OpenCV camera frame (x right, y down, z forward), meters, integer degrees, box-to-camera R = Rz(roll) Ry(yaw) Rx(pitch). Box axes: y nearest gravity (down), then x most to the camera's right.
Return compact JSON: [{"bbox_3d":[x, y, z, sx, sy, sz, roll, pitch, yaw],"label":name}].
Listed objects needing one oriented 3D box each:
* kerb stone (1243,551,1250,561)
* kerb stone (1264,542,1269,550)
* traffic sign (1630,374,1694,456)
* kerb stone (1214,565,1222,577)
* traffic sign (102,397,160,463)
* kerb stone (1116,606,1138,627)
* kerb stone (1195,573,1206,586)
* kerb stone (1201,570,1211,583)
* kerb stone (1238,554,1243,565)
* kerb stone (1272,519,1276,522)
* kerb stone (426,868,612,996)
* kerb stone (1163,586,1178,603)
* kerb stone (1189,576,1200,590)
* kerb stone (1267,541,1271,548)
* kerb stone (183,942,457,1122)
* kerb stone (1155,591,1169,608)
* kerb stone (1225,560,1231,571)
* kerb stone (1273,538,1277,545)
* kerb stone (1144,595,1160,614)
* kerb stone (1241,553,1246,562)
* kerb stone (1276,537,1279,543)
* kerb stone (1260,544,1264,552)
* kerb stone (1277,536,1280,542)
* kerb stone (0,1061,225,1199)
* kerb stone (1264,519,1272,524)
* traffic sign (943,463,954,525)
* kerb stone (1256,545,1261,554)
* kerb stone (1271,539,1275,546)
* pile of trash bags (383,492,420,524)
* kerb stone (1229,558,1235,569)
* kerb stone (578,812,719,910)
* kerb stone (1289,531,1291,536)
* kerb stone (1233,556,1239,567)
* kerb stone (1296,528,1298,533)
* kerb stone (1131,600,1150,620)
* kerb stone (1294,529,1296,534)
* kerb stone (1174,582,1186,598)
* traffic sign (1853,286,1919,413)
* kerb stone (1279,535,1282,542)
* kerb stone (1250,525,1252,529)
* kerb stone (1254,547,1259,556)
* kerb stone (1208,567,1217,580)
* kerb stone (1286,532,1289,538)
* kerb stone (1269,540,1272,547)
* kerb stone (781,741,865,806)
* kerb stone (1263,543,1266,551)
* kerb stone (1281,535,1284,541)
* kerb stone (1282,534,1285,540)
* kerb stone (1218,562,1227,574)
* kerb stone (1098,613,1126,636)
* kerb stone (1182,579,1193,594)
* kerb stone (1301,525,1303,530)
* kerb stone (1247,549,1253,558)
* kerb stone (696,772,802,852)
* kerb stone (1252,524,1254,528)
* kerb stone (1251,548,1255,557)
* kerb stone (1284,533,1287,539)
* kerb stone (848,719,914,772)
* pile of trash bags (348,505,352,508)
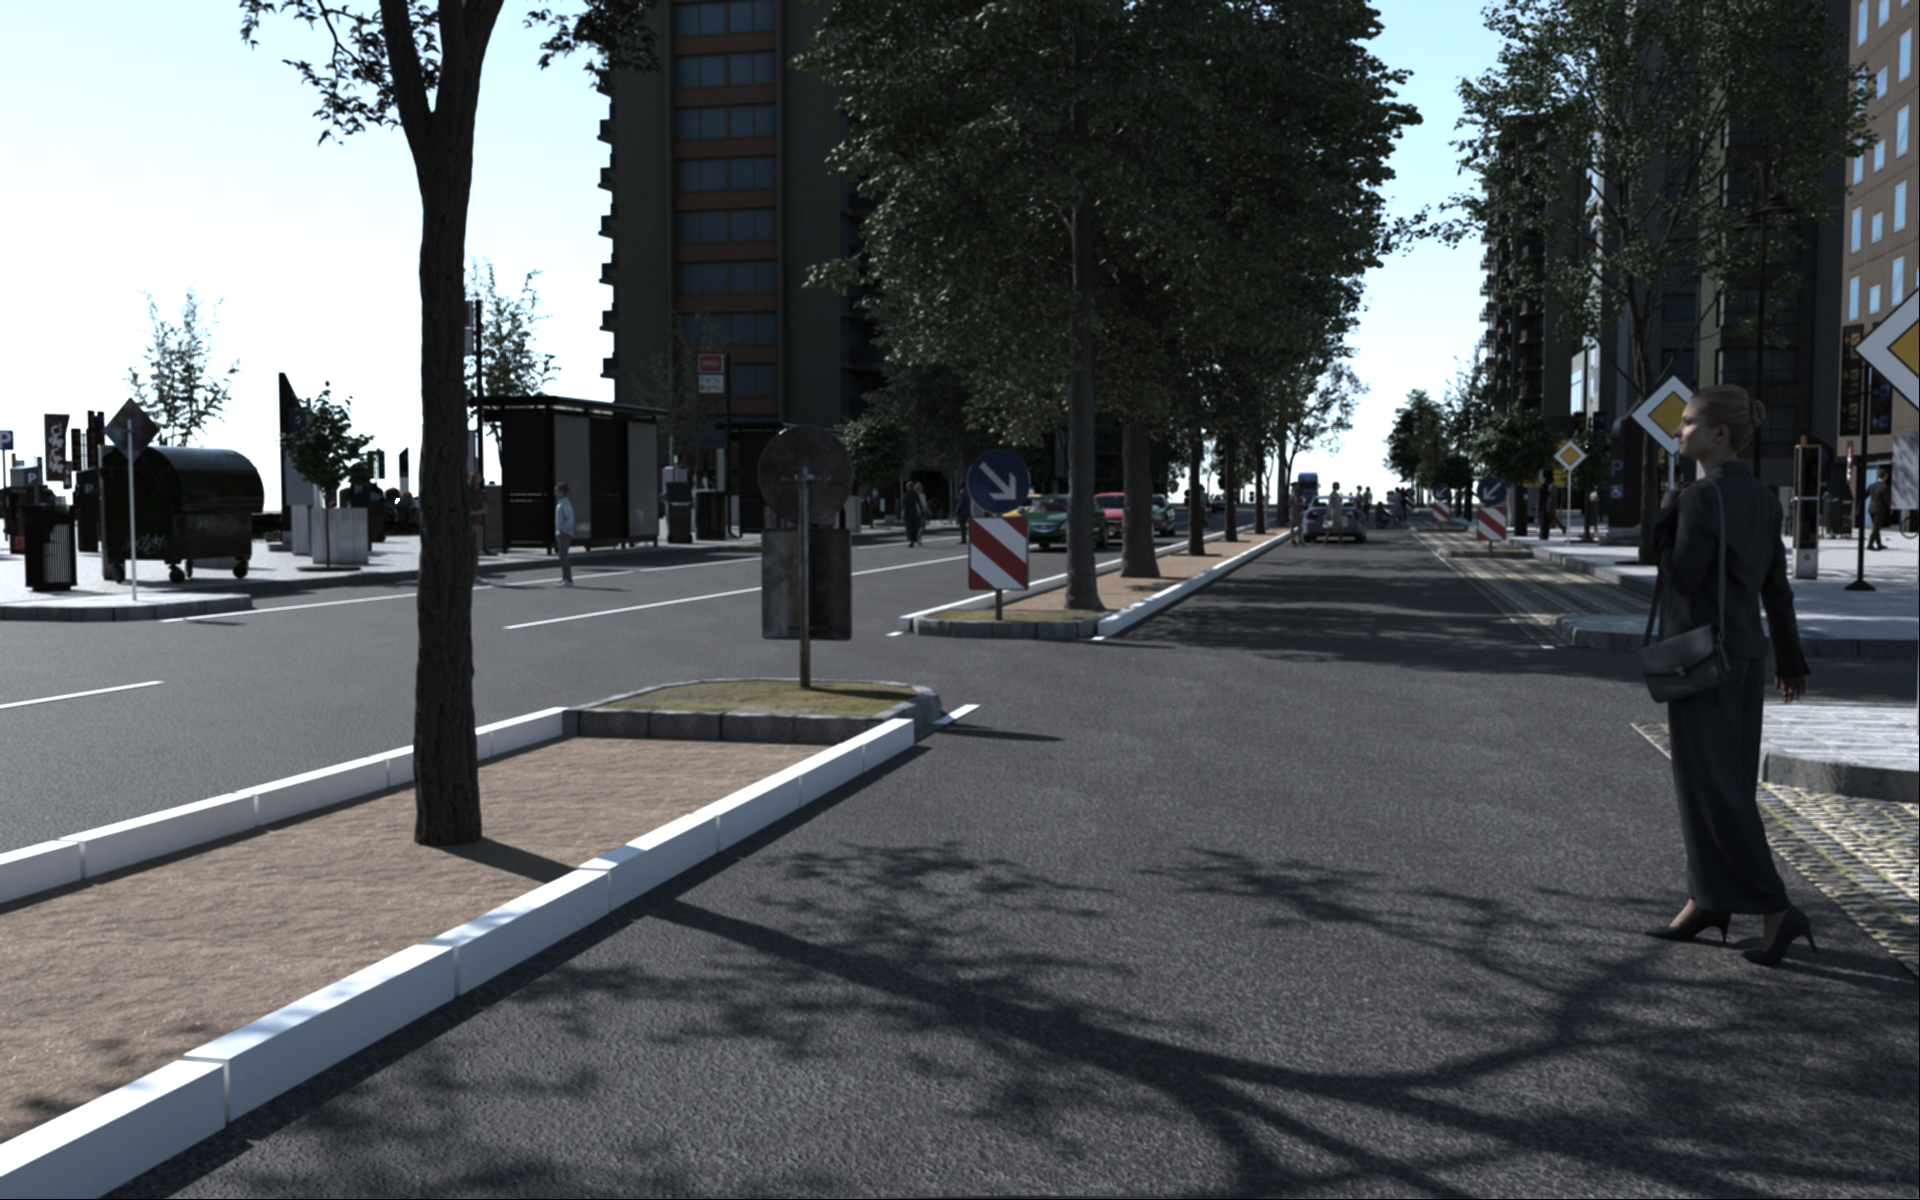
[{"bbox_3d":[6.029,-0.901,36.927,0.120,0.150,1.000,1,4,13],"label":"kerb stone"},{"bbox_3d":[7.672,-1.328,43.906,0.120,0.150,1.000,1,4,13],"label":"kerb stone"},{"bbox_3d":[6.952,-0.899,16.889,0.795,2.593,0.064,1,4,13],"label":"traffic sign"},{"bbox_3d":[4.383,-0.469,29.911,0.120,0.150,1.000,1,4,13],"label":"kerb stone"},{"bbox_3d":[-9.977,-1.143,20.874,0.795,2.593,0.064,1,4,13],"label":"traffic sign"},{"bbox_3d":[1.797,0.199,18.949,0.120,0.150,1.000,1,4,13],"label":"kerb stone"},{"bbox_3d":[3.678,-0.289,26.927,0.120,0.150,1.000,1,4,13],"label":"kerb stone"},{"bbox_3d":[3.906,-0.350,27.923,0.120,0.150,1.000,1,4,13],"label":"kerb stone"},{"bbox_3d":[5.556,-0.778,34.922,0.120,0.150,1.000,1,4,13],"label":"kerb stone"},{"bbox_3d":[15.935,-4.042,88.285,0.120,0.150,1.000,1,4,13],"label":"kerb stone"},{"bbox_3d":[-1.372,1.032,5.442,0.120,0.150,1.000,1,4,13],"label":"kerb stone"},{"bbox_3d":[2.738,-0.044,22.943,0.120,0.150,1.000,1,4,13],"label":"kerb stone"},{"bbox_3d":[3.447,-0.227,25.931,0.120,0.150,1.000,1,4,13],"label":"kerb stone"},{"bbox_3d":[7.903,-1.389,44.905,0.120,0.150,1.000,1,4,13],"label":"kerb stone"},{"bbox_3d":[-1.609,1.089,4.447,0.120,0.150,1.000,1,4,13],"label":"kerb stone"},{"bbox_3d":[2.504,0.016,21.948,0.120,0.150,1.000,1,4,13],"label":"kerb stone"},{"bbox_3d":[4.844,-0.593,31.913,0.120,0.150,1.000,1,4,13],"label":"kerb stone"},{"bbox_3d":[8.599,-1.572,47.891,0.120,0.150,1.000,1,4,13],"label":"kerb stone"},{"bbox_3d":[2.265,0.077,20.943,0.120,0.150,1.000,1,4,13],"label":"kerb stone"},{"bbox_3d":[5.792,-0.831,35.929,0.120,0.150,1.000,1,4,13],"label":"kerb stone"},{"bbox_3d":[8.835,-1.630,48.888,0.120,0.150,1.000,1,4,13],"label":"kerb stone"},{"bbox_3d":[7.200,-1.206,41.911,0.120,0.150,1.000,1,4,13],"label":"kerb stone"},{"bbox_3d":[9.066,-1.693,49.884,0.120,0.150,1.000,1,4,13],"label":"kerb stone"},{"bbox_3d":[-1.834,1.152,3.441,0.120,0.150,1.000,1,4,13],"label":"kerb stone"},{"bbox_3d":[14.995,-3.797,84.287,0.120,0.150,1.000,1,4,13],"label":"kerb stone"},{"bbox_3d":[-0.363,-4.333,70.943,0.768,2.556,0.104,1,4,18],"label":"traffic sign"},{"bbox_3d":[6.962,-1.144,40.918,0.120,0.150,1.000,1,4,13],"label":"kerb stone"},{"bbox_3d":[8.372,-1.508,46.894,0.120,0.150,1.000,1,4,13],"label":"kerb stone"},{"bbox_3d":[-21.402,-3.452,66.196,1.912,1.369,3.447,-1,4,-8],"label":"pile of trash bags"},{"bbox_3d":[5.079,-0.651,32.915,0.120,0.150,1.000,1,4,13],"label":"kerb stone"},{"bbox_3d":[-1.144,0.964,6.438,0.120,0.150,1.000,1,4,13],"label":"kerb stone"},{"bbox_3d":[10.709,-2.119,56.848,0.120,0.150,1.000,1,4,13],"label":"kerb stone"},{"bbox_3d":[5.318,-0.714,33.921,0.120,0.150,1.000,1,4,13],"label":"kerb stone"},{"bbox_3d":[11.889,-2.425,61.846,0.120,0.150,1.000,1,4,13],"label":"kerb stone"},{"bbox_3d":[2.033,0.137,19.948,0.120,0.150,1.000,1,4,13],"label":"kerb stone"},{"bbox_3d":[11.428,-2.297,59.848,0.120,0.150,1.000,1,4,13],"label":"kerb stone"},{"bbox_3d":[2.973,-0.107,23.938,0.120,0.150,1.000,1,4,13],"label":"kerb stone"},{"bbox_3d":[5.125,-0.424,9.115,0.795,2.593,0.064,1,4,13],"label":"traffic sign"},{"bbox_3d":[9.306,-1.748,50.878,0.120,0.150,1.000,1,4,13],"label":"kerb stone"},{"bbox_3d":[11.486,-2.883,69.334,0.120,0.150,1.000,1,4,13],"label":"kerb stone"},{"bbox_3d":[6.731,-1.084,39.922,0.120,0.150,1.000,1,4,13],"label":"kerb stone"},{"bbox_3d":[4.144,-0.411,28.917,0.120,0.150,1.000,1,4,13],"label":"kerb stone"},{"bbox_3d":[10.242,-1.998,54.858,0.120,0.150,1.000,1,4,13],"label":"kerb stone"},{"bbox_3d":[8.127,-1.450,45.902,0.120,0.150,1.000,1,4,13],"label":"kerb stone"},{"bbox_3d":[-0.671,0.844,8.427,0.120,0.150,1.000,1,4,13],"label":"kerb stone"},{"bbox_3d":[7.424,-1.266,42.909,0.120,0.150,1.000,1,4,13],"label":"kerb stone"},{"bbox_3d":[9.541,-1.811,51.872,0.120,0.150,1.000,1,4,13],"label":"kerb stone"},{"bbox_3d":[9.772,-1.876,52.867,0.120,0.150,1.000,1,4,13],"label":"kerb stone"},{"bbox_3d":[4.613,-0.533,30.912,0.120,0.150,1.000,1,4,13],"label":"kerb stone"},{"bbox_3d":[1.563,0.267,17.947,0.120,0.150,1.000,1,4,13],"label":"kerb stone"},{"bbox_3d":[3.209,-0.167,24.935,0.120,0.150,1.000,1,4,13],"label":"kerb stone"},{"bbox_3d":[13.058,-2.725,66.844,0.120,0.150,1.000,1,4,13],"label":"kerb stone"},{"bbox_3d":[6.260,-0.963,37.933,0.120,0.150,1.000,1,4,13],"label":"kerb stone"},{"bbox_3d":[-0.905,0.903,7.432,0.120,0.150,1.000,1,4,13],"label":"kerb stone"},{"bbox_3d":[11.725,-2.944,70.328,0.120,0.150,1.000,1,4,13],"label":"kerb stone"},{"bbox_3d":[6.492,-1.023,38.928,0.120,0.150,1.000,1,4,13],"label":"kerb stone"},{"bbox_3d":[10.005,-1.936,53.863,0.120,0.150,1.000,1,4,13],"label":"kerb stone"},{"bbox_3d":[-0.436,0.785,9.422,0.120,0.150,1.000,1,4,13],"label":"kerb stone"},{"bbox_3d":[-24.466,-3.669,69.740,3.447,1.369,1.912,-2,4,-23],"label":"pile of trash bags"}]
